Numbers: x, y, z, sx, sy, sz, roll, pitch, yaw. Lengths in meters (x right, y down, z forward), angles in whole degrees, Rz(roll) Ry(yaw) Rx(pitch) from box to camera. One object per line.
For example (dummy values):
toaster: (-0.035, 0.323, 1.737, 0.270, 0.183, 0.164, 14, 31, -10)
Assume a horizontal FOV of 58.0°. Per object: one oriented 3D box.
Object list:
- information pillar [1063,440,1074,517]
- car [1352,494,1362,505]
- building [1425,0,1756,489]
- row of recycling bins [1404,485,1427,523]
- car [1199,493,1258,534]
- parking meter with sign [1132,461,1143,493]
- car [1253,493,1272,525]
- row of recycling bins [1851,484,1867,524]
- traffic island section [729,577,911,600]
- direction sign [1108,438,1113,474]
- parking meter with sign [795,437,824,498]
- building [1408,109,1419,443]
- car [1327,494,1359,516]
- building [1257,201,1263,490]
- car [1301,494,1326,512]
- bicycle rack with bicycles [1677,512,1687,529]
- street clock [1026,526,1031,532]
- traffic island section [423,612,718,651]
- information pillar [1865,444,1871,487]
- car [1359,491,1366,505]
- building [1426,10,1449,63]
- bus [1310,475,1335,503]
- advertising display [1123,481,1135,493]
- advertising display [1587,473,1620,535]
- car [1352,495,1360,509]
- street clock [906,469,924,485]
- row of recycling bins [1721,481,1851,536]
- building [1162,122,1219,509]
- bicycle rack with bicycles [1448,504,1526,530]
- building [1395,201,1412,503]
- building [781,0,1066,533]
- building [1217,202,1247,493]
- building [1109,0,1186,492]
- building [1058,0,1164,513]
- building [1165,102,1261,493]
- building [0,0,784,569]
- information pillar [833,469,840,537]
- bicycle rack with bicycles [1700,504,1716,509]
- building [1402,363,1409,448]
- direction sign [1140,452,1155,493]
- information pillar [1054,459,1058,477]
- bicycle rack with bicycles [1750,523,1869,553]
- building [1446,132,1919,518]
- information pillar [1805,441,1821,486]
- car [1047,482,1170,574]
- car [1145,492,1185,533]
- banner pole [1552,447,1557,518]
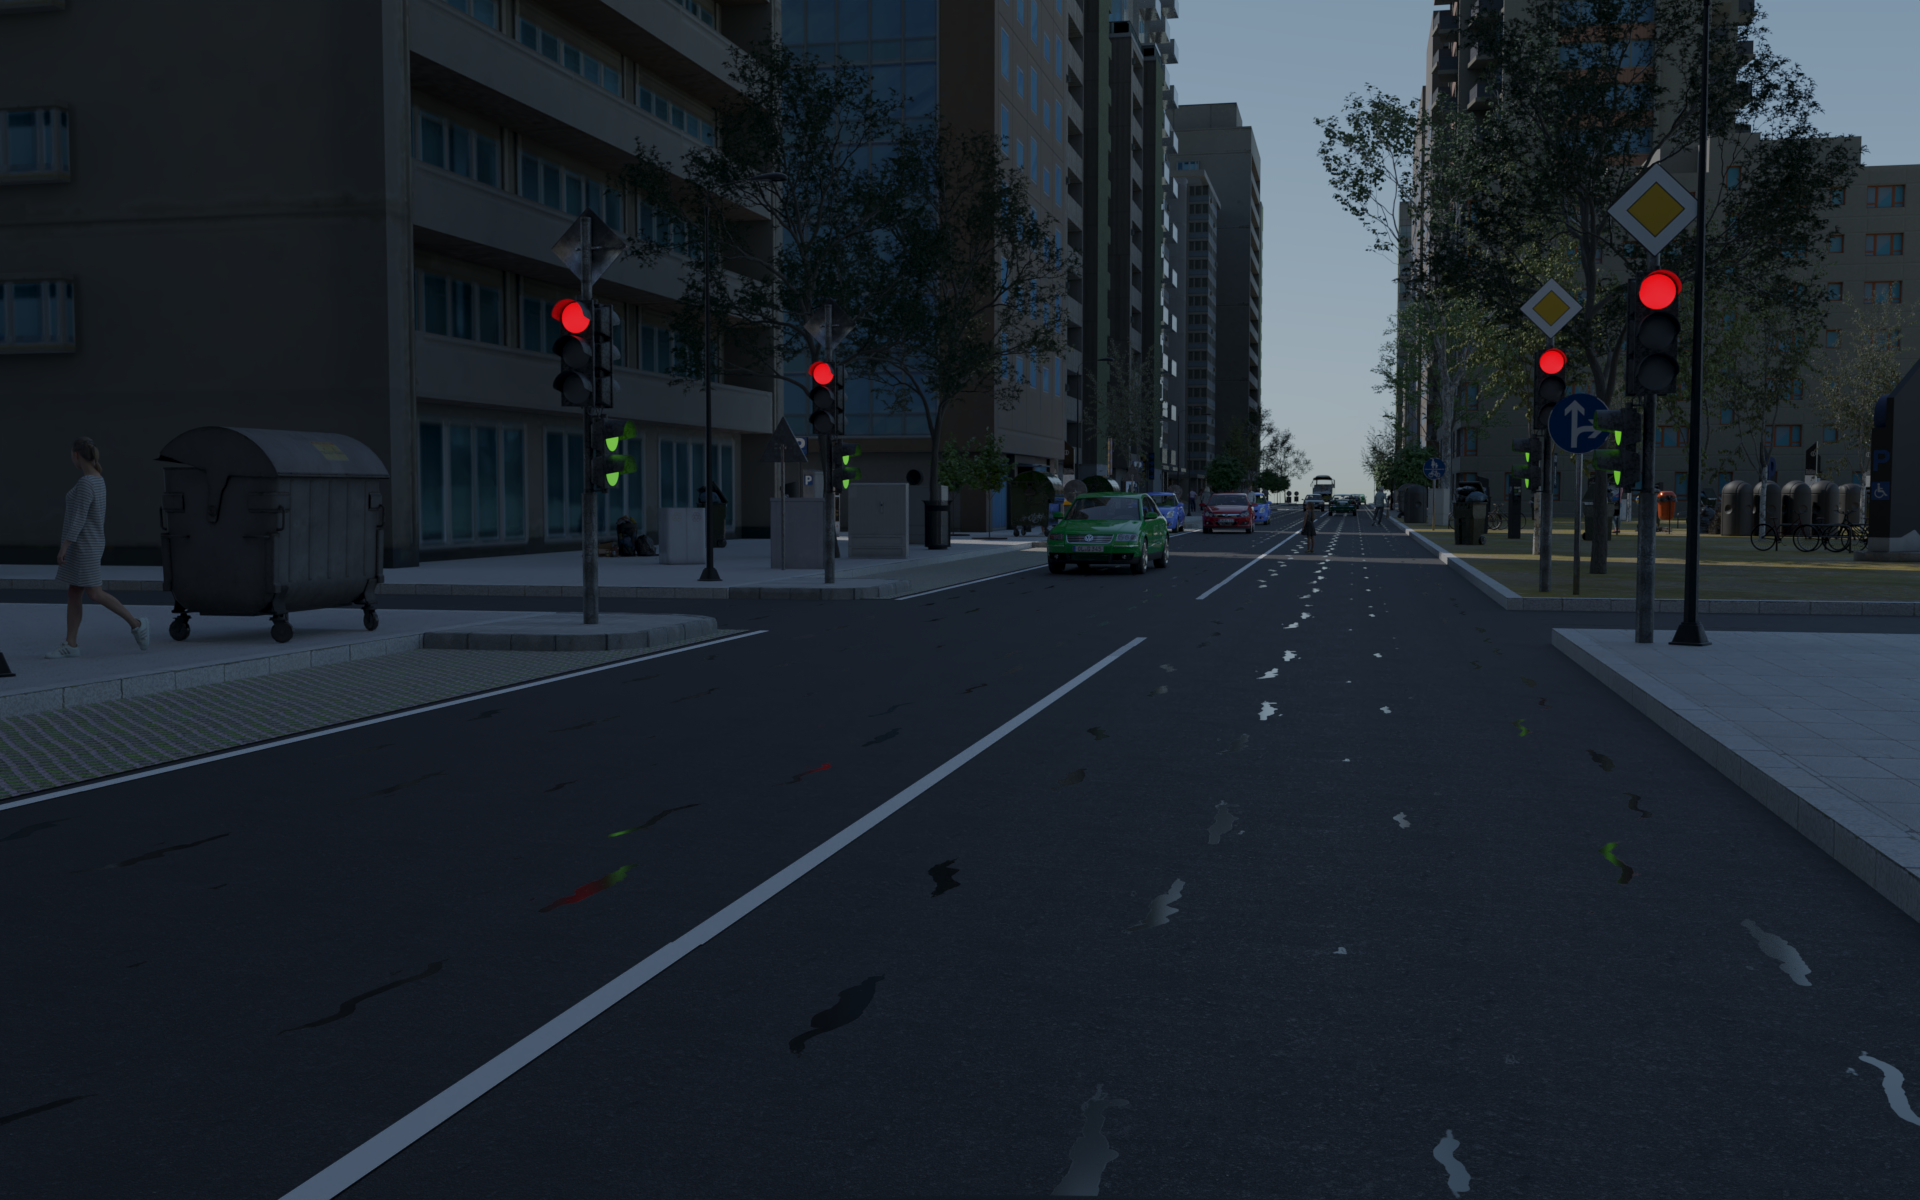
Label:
information pillar: (4.641, -5.065, 74.164, 0.504, 3.616, 0.183, 1, 4, 10)
car: (51.203, -13.223, 224.983, 1.959, 1.807, 4.718, 1, 4, 13)
building: (48.219, -29.386, 135.078, 22.147, 44.769, 28.867, 1, 4, 13)
row of recycling bins: (20.469, -4.322, 77.781, 1.069, 1.692, 3.534, 1, 4, 14)
car: (9.973, -3.373, 64.193, 2.155, 1.783, 4.494, 1, 4, 11)
parking meter with sign: (9.257, -5.845, 91.825, 0.543, 3.016, 1.738, 0, 4, -5)
car: (13.684, -4.389, 81.352, 1.945, 1.707, 3.694, 1, 4, 12)
row of recycling bins: (35.699, -3.808, 69.376, 1.069, 1.692, 3.534, 2, 4, 30)
traffic island section: (-1.894, -0.161, 24.920, 2.009, 0.180, 2.903, 1, 4, 13)
direction sign: (6.074, -4.776, 70.080, 0.379, 3.537, 0.876, 0, 4, -7)
parking meter with sign: (-4.473, -3.505, 53.571, 0.543, 3.016, 1.738, 2, 4, 29)
building: (55.968, -32.724, 185.150, 14.600, 45.320, 14.200, 1, 4, 13)
car: (25.453, -6.323, 115.180, 2.131, 1.459, 4.920, 1, 4, 13)
building: (33.792, -33.833, 236.767, 14.154, 41.232, 14.086, 1, 4, 13)
car: (29.192, -8.143, 142.930, 2.009, 1.686, 4.222, 1, 4, 11)
bicycle rack with bicycles: (27.933, -3.071, 63.586, 2.925, 0.926, 2.852, -1, 4, -18)
street clock: (2.280, -3.291, 58.372, 0.471, 2.002, 0.358, -2, 4, -32)
traffic island section: (-3.667, 0.315, 17.134, 2.009, 0.180, 2.903, 1, 4, 13)
information pillar: (40.984, -5.301, 78.026, 0.183, 3.616, 0.504, -2, 4, -31)
car: (54.389, -13.878, 235.702, 1.959, 1.807, 4.718, 1, 4, 14)
building: (49.497, -31.029, 157.427, 14.600, 45.320, 14.200, 1, 4, 13)
bus: (47.226, -14.268, 224.825, 2.896, 3.916, 12.252, 1, 4, 14)
advertising display: (7.410, -4.317, 75.804, 0.123, 1.923, 0.974, 2, 4, 31)
advertising display: (20.162, -3.000, 54.262, 0.974, 1.923, 0.123, 1, 4, 10)
car: (36.704, -9.208, 163.133, 1.945, 1.354, 3.894, 1, 4, 12)
street clock: (-1.317, -2.820, 50.674, 0.471, 2.002, 0.358, 1, 4, 19)
row of recycling bins: (25.077, -2.799, 52.874, 3.534, 1.692, 1.069, 0, 4, -3)
building: (6.251, -28.573, 159.042, 32.217, 40.220, 23.993, 1, 4, 13)
bicycle rack with bicycles: (18.809, -2.981, 62.126, 2.925, 0.926, 2.852, 0, 4, 5)
building: (68.181, -34.160, 242.117, 14.154, 41.232, 14.086, 1, 4, 13)
building: (-4.025, -25.335, 64.344, 14.600, 45.320, 14.200, 1, 4, 13)
building: (16.429, -30.977, 198.348, 32.217, 40.220, 23.993, 1, 4, 13)
building: (4.463, -31.252, 130.587, 23.786, 49.044, 30.456, 1, 4, 13)
building: (4.890, -20.568, 107.983, 14.160, 30.474, 14.107, 1, 4, 13)
building: (26.610, -36.461, 219.842, 21.300, 48.544, 21.600, 1, 4, 13)
building: (-17.799, -25.514, 40.859, 21.300, 48.544, 21.600, 1, 4, 13)
information pillar: (-3.795, -2.890, 51.750, 0.304, 2.012, 0.304, 2, 4, 29)
bicycle rack with bicycles: (26.731, -2.803, 59.210, 2.852, 0.926, 2.925, 1, 4, 15)
building: (70.667, -22.894, 219.357, 27.650, 21.520, 28.899, 1, 4, 13)
direction sign: (10.213, -6.268, 94.486, 0.876, 3.537, 0.379, 3, 4, 36)
information pillar: (4.054, -5.083, 74.460, 0.183, 3.616, 0.504, -2, 4, -29)
bicycle rack with bicycles: (19.539, -1.531, 38.415, 2.852, 0.926, 2.925, -2, 4, -28)
building: (44.558, -16.025, 107.054, 27.650, 21.520, 28.899, 1, 4, 13)
information pillar: (37.831, -5.237, 76.977, 0.183, 3.616, 0.504, -3, 5, -40)
car: (2.830, -1.452, 32.544, 1.959, 1.807, 4.718, 1, 4, 15)
car: (7.375, -3.348, 64.323, 1.945, 1.707, 3.694, 1, 4, 12)
banner pole: (31.761, -6.273, 92.578, 0.401, 3.779, 0.863, 3, 4, 39)
